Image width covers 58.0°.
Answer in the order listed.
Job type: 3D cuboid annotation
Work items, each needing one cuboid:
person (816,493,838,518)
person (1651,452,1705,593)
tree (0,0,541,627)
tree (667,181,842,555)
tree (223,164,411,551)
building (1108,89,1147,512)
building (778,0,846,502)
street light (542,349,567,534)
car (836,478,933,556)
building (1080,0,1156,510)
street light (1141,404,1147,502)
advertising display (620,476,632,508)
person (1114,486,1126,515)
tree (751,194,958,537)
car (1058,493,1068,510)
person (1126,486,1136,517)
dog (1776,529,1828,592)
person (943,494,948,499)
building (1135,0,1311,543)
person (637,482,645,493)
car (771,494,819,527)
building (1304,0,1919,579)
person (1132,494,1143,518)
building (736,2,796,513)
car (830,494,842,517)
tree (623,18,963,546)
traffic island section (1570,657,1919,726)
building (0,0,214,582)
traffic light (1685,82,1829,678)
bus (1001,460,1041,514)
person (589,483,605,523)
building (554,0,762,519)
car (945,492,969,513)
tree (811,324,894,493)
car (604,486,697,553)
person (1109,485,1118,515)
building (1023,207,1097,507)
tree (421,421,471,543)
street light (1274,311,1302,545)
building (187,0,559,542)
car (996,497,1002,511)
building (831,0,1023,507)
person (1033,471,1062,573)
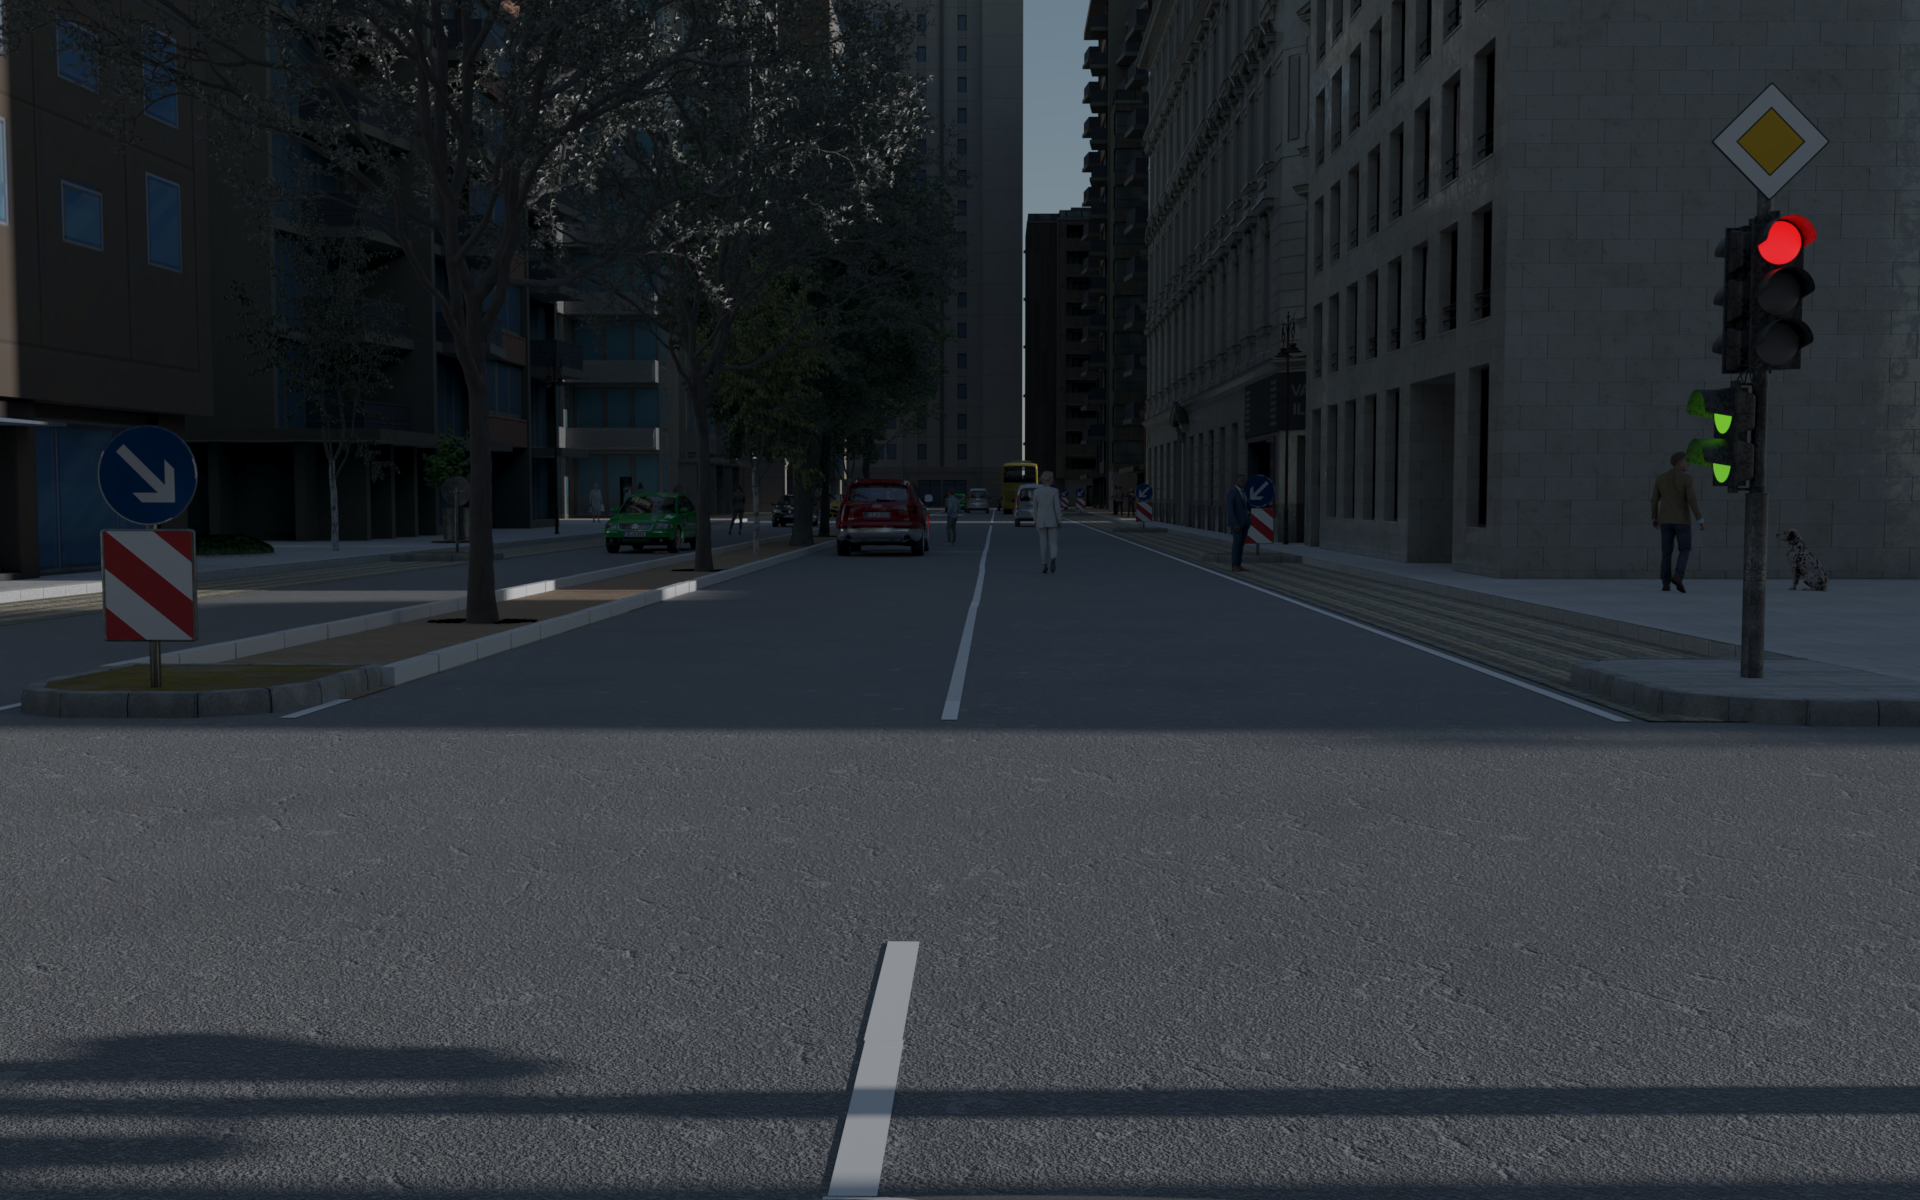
[{"bbox_3d":[-7.843,-5.719,101.976,1.348,1.831,0.705,-1,4,-9],"label":"person"},{"bbox_3d":[9.401,-1.023,22.686,0.656,1.842,0.836,1,4,18],"label":"person"},{"bbox_3d":[-5.256,-6.470,18.610,12.009,13.543,11.850,0,3,0],"label":"tree"},{"bbox_3d":[-4.715,-5.331,39.974,4.737,8.622,4.395,0,3,0],"label":"tree"},{"bbox_3d":[-14.146,-5.407,38.761,4.360,8.622,3.978,0,3,0],"label":"tree"},{"bbox_3d":[17.869,-21.734,127.054,14.160,30.474,14.107,0,4,1],"label":"building"},{"bbox_3d":[-17.993,-30.918,155.616,14.200,45.320,14.600,0,4,1],"label":"building"},{"bbox_3d":[-12.957,-5.058,55.486,0.468,5.910,1.993,0,4,1],"label":"street light"},{"bbox_3d":[-1.808,-2.019,41.682,2.281,1.827,5.304,0,4,1],"label":"car"},{"bbox_3d":[21.747,-30.179,148.049,22.147,44.769,28.867,0,4,1],"label":"building"},{"bbox_3d":[9.303,-6.970,86.746,0.468,5.910,1.993,0,4,1],"label":"street light"},{"bbox_3d":[-12.256,-3.570,63.589,0.123,1.923,0.974,1,4,9],"label":"advertising display"},{"bbox_3d":[9.618,-5.952,103.892,0.617,1.759,0.750,1,4,19],"label":"person"},{"bbox_3d":[-4.414,-7.891,57.236,9.928,11.665,9.643,0,3,0],"label":"tree"},{"bbox_3d":[8.307,-8.443,147.639,1.945,1.707,3.694,0,4,0],"label":"car"},{"bbox_3d":[9.542,-5.491,96.738,0.541,1.710,0.530,1,4,12],"label":"person"},{"bbox_3d":[11.259,-0.523,22.937,0.513,0.831,0.800,0,4,-6],"label":"dog"},{"bbox_3d":[-0.980,-9.097,158.058,1.217,1.723,0.721,1,4,9],"label":"person"},{"bbox_3d":[16.694,-17.584,63.918,17.030,29.872,44.131,0,4,1],"label":"building"},{"bbox_3d":[-13.991,-4.255,75.853,0.529,1.795,0.600,1,4,13],"label":"person"},{"bbox_3d":[-7.265,-4.077,76.451,2.009,1.686,4.222,0,4,1],"label":"car"},{"bbox_3d":[13.545,-10.953,33.833,10.420,20.320,16.860,0,4,1],"label":"building"},{"bbox_3d":[9.460,-5.215,91.833,0.617,1.759,0.750,2,4,30],"label":"person"},{"bbox_3d":[-21.950,-42.133,127.124,20.563,71.187,20.611,0,4,1],"label":"building"},{"bbox_3d":[-7.259,-6.004,108.384,2.015,1.641,3.980,0,4,3],"label":"car"},{"bbox_3d":[-4.347,-8.445,47.188,9.857,13.997,8.962,0,3,0],"label":"tree"},{"bbox_3d":[5.567,0.621,12.128,2.009,0.180,2.903,0,4,1],"label":"traffic island section"},{"bbox_3d":[-20.777,-22.849,23.700,14.600,45.320,14.200,0,4,1],"label":"building"},{"bbox_3d":[5.527,-1.412,12.015,0.839,4.253,0.868,0,4,1],"label":"traffic light"},{"bbox_3d":[4.406,-8.210,125.784,2.896,3.916,12.252,0,4,3],"label":"bus"},{"bbox_3d":[-16.276,-4.355,77.601,0.694,1.780,0.624,-1,4,-10],"label":"person"},{"bbox_3d":[-24.864,-29.527,102.372,23.786,49.044,30.456,0,4,1],"label":"building"},{"bbox_3d":[-0.204,-7.779,135.984,1.959,1.807,4.718,0,4,3],"label":"car"},{"bbox_3d":[-4.159,-6.834,64.555,4.360,8.622,3.978,0,3,0],"label":"tree"},{"bbox_3d":[-7.657,-2.125,43.540,1.959,1.807,4.718,0,4,2],"label":"car"},{"bbox_3d":[9.519,-6.131,106.288,0.705,1.823,1.348,-1,4,-18],"label":"person"},{"bbox_3d":[13.608,-24.803,177.235,14.107,30.474,14.160,0,4,1],"label":"building"},{"bbox_3d":[-13.298,-3.121,45.630,1.663,3.219,1.824,0,3,0],"label":"tree"},{"bbox_3d":[8.296,-4.351,43.927,0.468,5.910,1.993,0,4,1],"label":"street light"},{"bbox_3d":[-25.626,-24.730,58.966,22.147,44.769,28.867,0,4,1],"label":"building"},{"bbox_3d":[4.026,-8.215,146.895,1.945,1.354,3.894,0,4,1],"label":"car"},{"bbox_3d":[-7.589,-39.074,180.860,28.212,58.520,21.231,0,4,1],"label":"building"},{"bbox_3d":[1.568,-1.386,31.034,0.514,1.842,0.818,0,4,1],"label":"person"}]
